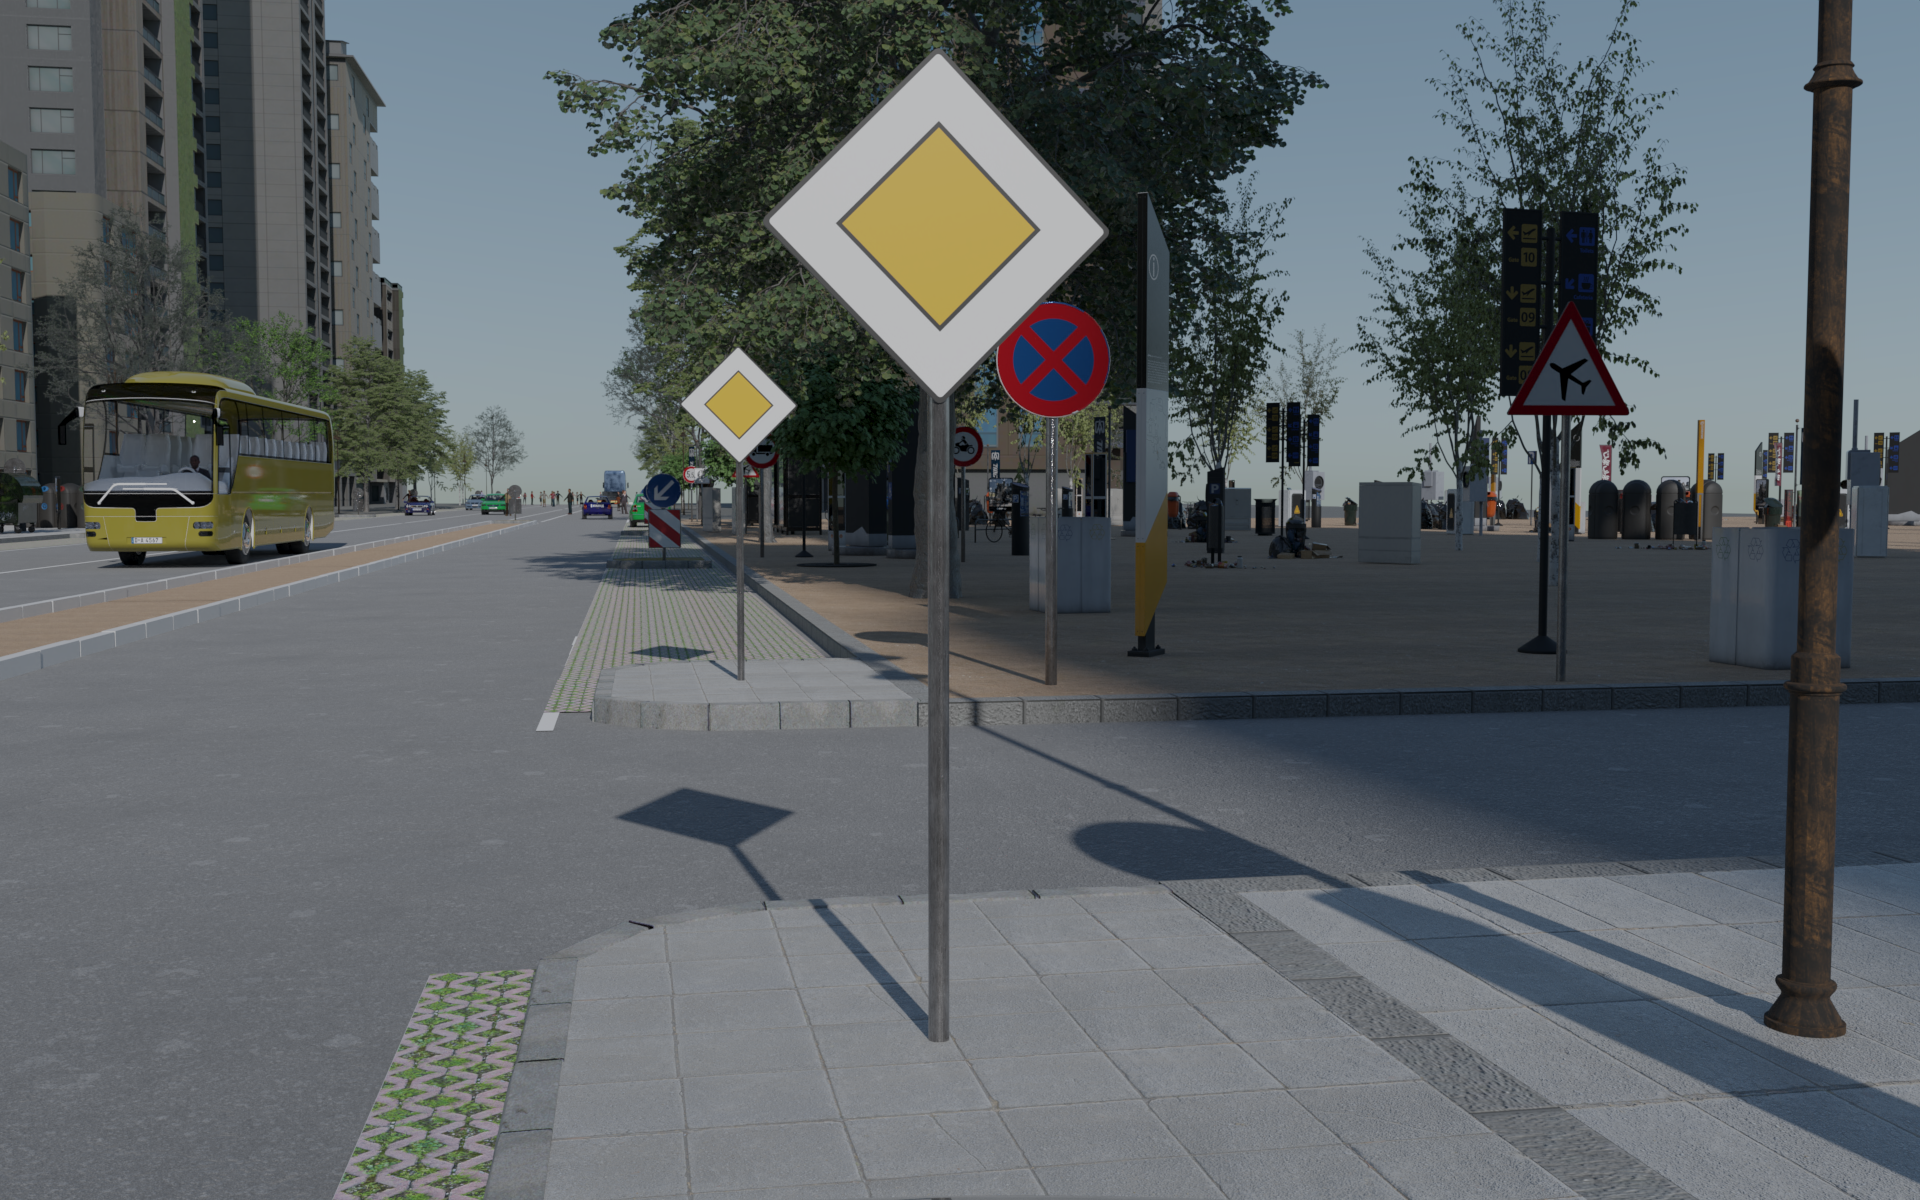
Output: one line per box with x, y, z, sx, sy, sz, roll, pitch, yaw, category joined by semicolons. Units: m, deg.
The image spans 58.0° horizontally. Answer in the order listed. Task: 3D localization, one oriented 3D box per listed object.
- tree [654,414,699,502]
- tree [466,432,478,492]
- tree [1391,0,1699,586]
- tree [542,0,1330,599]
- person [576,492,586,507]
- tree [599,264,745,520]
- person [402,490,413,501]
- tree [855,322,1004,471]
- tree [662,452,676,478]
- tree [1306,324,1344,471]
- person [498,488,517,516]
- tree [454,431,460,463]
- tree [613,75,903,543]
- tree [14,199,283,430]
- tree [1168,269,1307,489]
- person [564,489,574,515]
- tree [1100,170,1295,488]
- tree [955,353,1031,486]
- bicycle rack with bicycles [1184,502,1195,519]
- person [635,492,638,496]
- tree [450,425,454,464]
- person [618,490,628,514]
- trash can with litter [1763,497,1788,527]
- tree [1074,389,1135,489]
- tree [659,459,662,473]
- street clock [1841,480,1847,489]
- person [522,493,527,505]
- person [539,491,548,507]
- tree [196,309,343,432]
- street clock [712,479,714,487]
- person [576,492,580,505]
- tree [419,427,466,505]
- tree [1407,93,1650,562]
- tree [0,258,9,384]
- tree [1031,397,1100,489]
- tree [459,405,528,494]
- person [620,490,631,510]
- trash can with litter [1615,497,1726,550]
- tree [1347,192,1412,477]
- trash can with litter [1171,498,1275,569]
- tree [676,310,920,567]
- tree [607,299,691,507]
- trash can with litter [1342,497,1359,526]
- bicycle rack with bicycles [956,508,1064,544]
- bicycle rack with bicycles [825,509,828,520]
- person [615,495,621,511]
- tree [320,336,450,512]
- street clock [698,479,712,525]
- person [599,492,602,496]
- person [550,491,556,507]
-24.215;-12.178;149.479;4.737;8.622;4.395;0;3;0;tree
-58.537;-15.465;203.210;4.737;8.622;4.395;0;3;0;tree
8.183;-4.491;23.798;4.360;8.622;3.978;0;3;0;tree
-0.193;-7.005;21.180;9.857;13.997;8.962;0;3;0;tree
-42.932;-11.438;196.338;1.217;1.723;0.721;-1;4;-23;person
-12.978;-10.807;87.058;12.009;13.543;11.850;0;3;0;tree
-40.907;-7.327;128.811;1.217;1.766;0.721;-3;5;-42;person
-0.777;-6.426;55.430;4.360;8.622;3.978;0;3;0;tree
-8.326;-4.976;65.074;4.285;4.588;4.351;0;3;0;tree
14.706;-7.610;74.785;4.360;8.622;3.978;0;3;0;tree
-29.537;-6.401;113.250;1.348;1.812;0.705;0;4;5;person
-49.313;-14.597;156.790;7.486;12.596;7.792;0;3;0;tree
-5.108;-7.756;44.936;7.486;12.596;7.792;0;3;0;tree
-34.214;-9.954;73.121;12.009;13.543;11.850;0;3;0;tree
8.567;-6.539;57.277;4.360;8.622;3.978;0;3;0;tree
-27.371;-6.902;121.365;0.705;1.821;1.348;-3;5;-40;person
5.849;-5.480;39.952;4.737;8.622;4.395;0;3;0;tree
-0.077;-7.850;78.704;4.737;8.622;4.395;0;3;0;tree
11.739;-4.301;83.702;2.852;0.926;2.925;2;4;33;bicycle rack with bicycles
-44.202;-13.952;237.328;0.721;1.736;1.217;1;4;15;person
-47.728;-13.941;146.064;7.486;12.596;7.792;0;3;0;tree
-24.115;-7.014;123.976;0.445;1.727;0.742;3;4;38;person
26.572;-2.742;56.221;0.624;1.170;1.055;-1;4;-9;trash can with litter
6.871;-8.281;85.753;4.360;8.622;3.978;0;3;0;tree
-18.939;-8.222;118.145;4.285;4.588;4.351;0;3;0;tree
44.920;-5.095;87.873;0.358;2.002;0.471;-3;5;-43;street clock
-54.993;-12.761;218.617;0.593;1.643;0.415;-3;4;-39;person
-45.370;-11.034;188.903;1.348;1.824;0.705;2;4;28;person
-39.102;-10.585;98.818;9.928;11.665;9.643;0;3;0;tree
-11.281;-4.488;77.943;0.471;2.002;0.358;3;5;44;street clock
-52.503;-13.992;238.048;0.721;1.735;1.217;1;4;10;person
-51.754;-13.418;169.745;4.737;8.622;4.395;0;3;0;tree
10.967;-5.033;32.650;4.737;8.622;4.395;0;3;0;tree
-29.104;-6.049;49.272;4.737;8.622;4.395;0;3;0;tree
5.304;-7.876;79.132;4.737;8.622;4.395;0;3;0;tree
-63.708;-19.896;235.662;12.009;13.543;11.850;0;3;0;tree
-30.244;-8.997;155.623;1.348;1.821;0.705;-2;4;-25;person
16.512;-1.795;40.409;2.233;1.210;1.678;2;4;27;trash can with litter
11.130;-5.423;39.033;4.737;8.622;4.395;0;3;0;tree
4.543;-1.197;30.631;1.678;1.210;2.233;0;4;-5;trash can with litter
-2.138;-2.885;30.878;4.285;4.588;4.351;0;3;0;tree
-30.052;-19.271;170.971;12.611;20.169;13.585;0;3;0;tree
16.015;-3.585;69.995;1.055;1.170;0.624;0;4;3;trash can with litter
1.841;-1.978;45.727;2.852;0.926;2.925;3;5;40;bicycle rack with bicycles
-4.869;-4.141;81.081;2.925;0.926;2.852;-1;4;-9;bicycle rack with bicycles
-28.599;-8.162;145.210;1.065;1.426;0.557;3;5;40;person
-42.502;-12.621;124.472;7.486;12.596;7.792;0;3;0;tree
-10.819;-4.183;72.963;0.471;2.002;0.358;-1;4;-14;street clock
-45.746;-12.914;220.566;0.530;1.710;0.541;0;4;-8;person
-46.033;-11.418;195.898;0.721;1.743;1.217;1;4;19;person
